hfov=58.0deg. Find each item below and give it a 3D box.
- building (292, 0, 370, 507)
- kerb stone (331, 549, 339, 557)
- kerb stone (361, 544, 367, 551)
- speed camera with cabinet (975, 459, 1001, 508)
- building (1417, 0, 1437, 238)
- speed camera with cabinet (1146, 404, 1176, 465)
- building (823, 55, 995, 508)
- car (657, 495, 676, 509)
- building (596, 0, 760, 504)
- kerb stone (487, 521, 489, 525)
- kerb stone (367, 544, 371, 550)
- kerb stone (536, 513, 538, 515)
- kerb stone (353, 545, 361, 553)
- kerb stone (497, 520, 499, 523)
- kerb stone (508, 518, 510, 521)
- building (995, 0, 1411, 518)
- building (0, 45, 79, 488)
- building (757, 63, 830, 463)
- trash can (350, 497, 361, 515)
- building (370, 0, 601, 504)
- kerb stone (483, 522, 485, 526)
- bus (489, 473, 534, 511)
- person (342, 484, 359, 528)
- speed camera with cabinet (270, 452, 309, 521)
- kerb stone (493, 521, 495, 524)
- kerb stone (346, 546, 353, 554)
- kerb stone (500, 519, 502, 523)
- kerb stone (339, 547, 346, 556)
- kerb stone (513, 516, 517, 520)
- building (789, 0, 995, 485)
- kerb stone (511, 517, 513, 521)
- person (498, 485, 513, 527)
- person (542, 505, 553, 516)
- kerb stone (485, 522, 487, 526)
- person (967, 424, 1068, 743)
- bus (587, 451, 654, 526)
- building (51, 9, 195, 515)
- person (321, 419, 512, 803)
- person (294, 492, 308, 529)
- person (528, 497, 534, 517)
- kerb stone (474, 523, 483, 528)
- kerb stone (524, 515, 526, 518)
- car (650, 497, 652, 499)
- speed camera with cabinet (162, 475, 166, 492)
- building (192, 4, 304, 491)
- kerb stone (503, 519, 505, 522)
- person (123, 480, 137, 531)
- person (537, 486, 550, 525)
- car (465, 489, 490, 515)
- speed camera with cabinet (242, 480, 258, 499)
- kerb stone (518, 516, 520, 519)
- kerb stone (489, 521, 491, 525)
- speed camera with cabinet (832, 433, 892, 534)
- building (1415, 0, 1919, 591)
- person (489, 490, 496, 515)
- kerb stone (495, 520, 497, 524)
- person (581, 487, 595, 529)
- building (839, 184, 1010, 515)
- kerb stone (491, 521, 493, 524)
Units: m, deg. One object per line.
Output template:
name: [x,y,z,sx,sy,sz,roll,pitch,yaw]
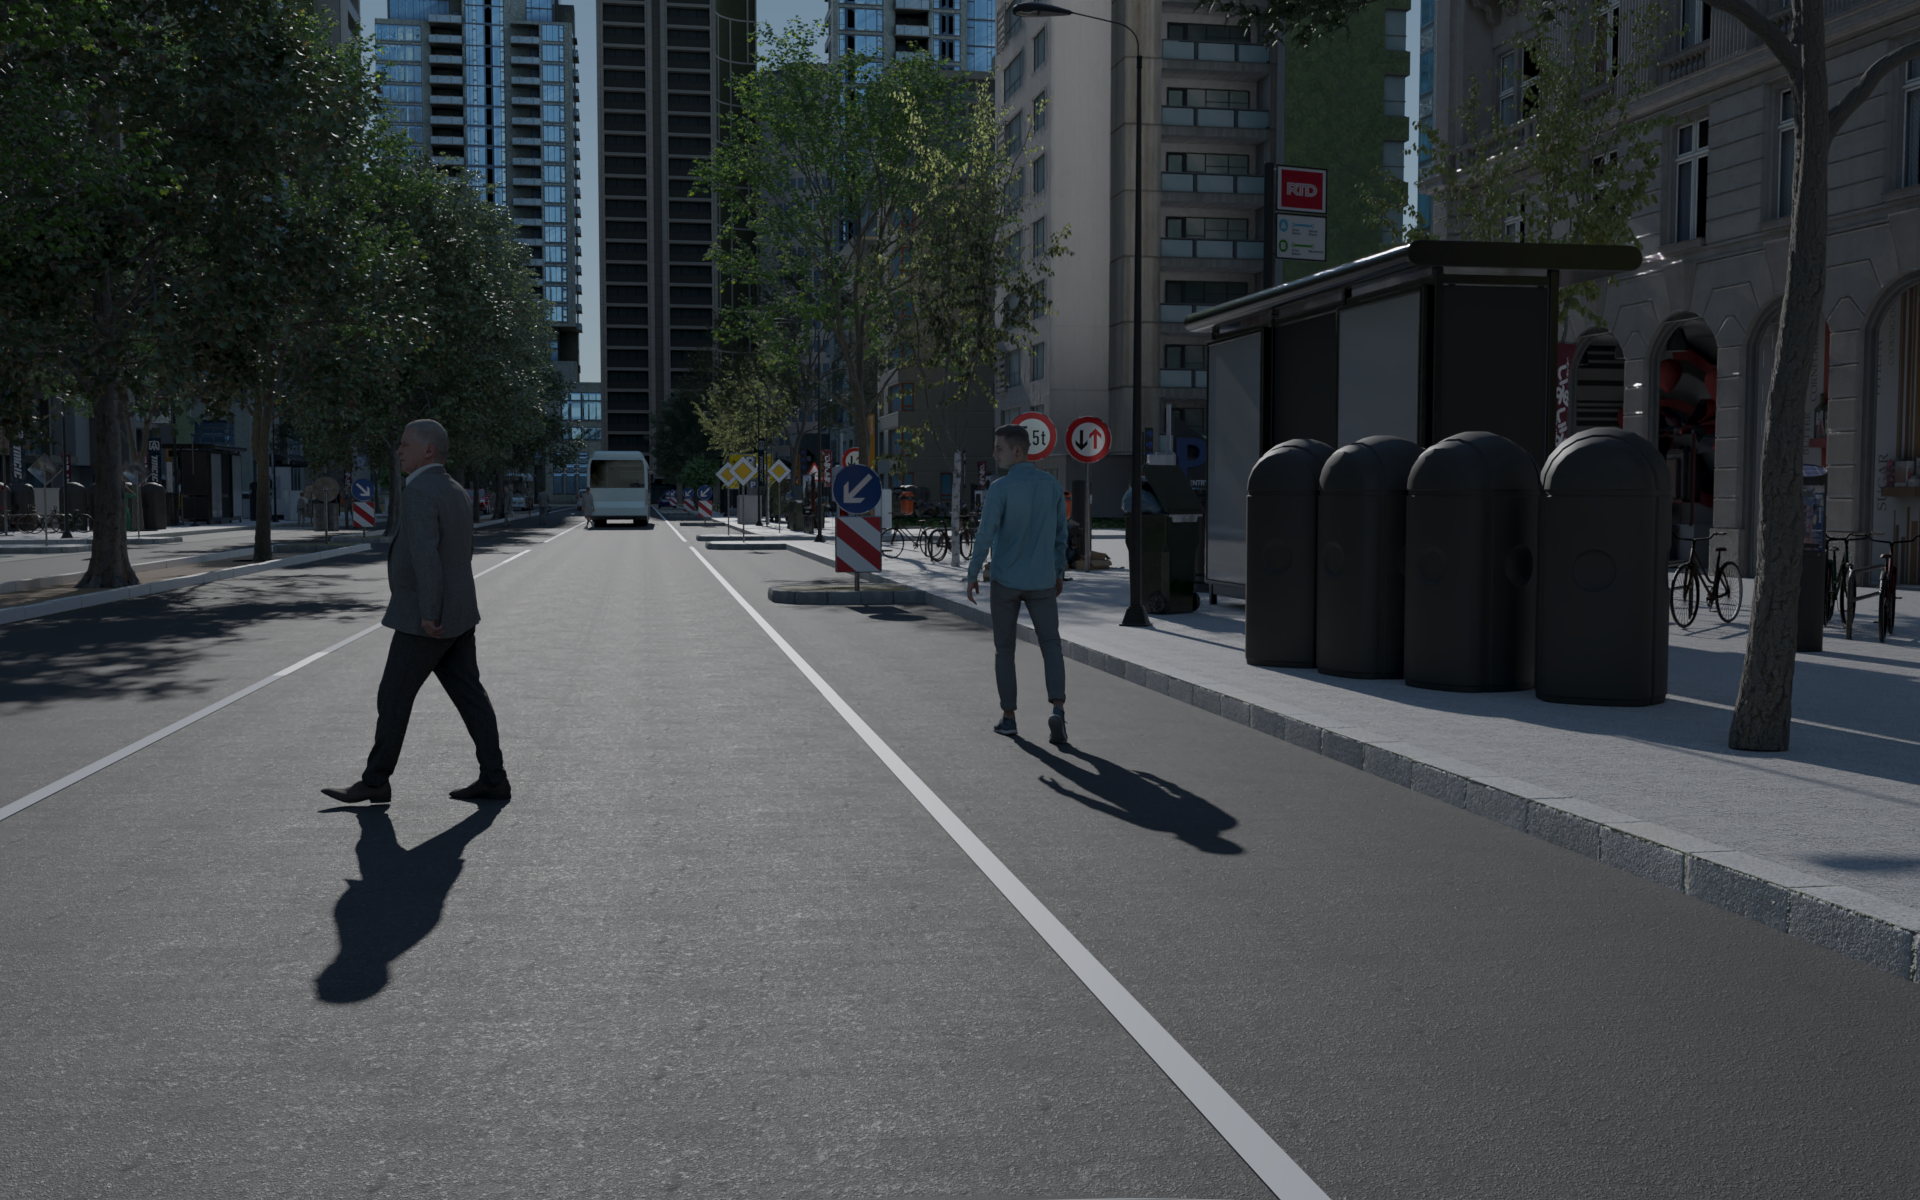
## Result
building: [-74.500,-38.539,172.116,28.212,58.520,21.231,-1,4,-10]
kerb stone: [-14.322,-1.049,39.343,0.120,0.150,1.000,-1,4,-10]
kerb stone: [-15.056,-1.294,43.365,0.120,0.150,1.000,-1,4,-10]
speed camera with cabinet: [1.367,-5.560,85.235,0.660,3.252,2.038,-1,4,-22]
building: [38.436,-28.368,83.427,30.456,49.044,23.786,-1,4,-10]
speed camera with cabinet: [4.435,-2.729,38.951,0.660,3.252,2.038,0,4,2]
building: [3.995,-28.264,153.998,32.217,40.220,23.993,-1,4,-10]
car: [-28.117,-9.401,166.284,1.945,1.354,3.894,-1,4,-10]
building: [-37.095,-48.371,229.120,20.611,71.187,20.563,-1,4,-10]
kerb stone: [-21.467,-3.425,78.196,0.120,0.150,1.000,-1,4,-10]
kerb stone: [-15.241,-1.356,44.373,0.120,0.150,1.000,-1,4,-10]
kerb stone: [-28.154,-5.644,114.501,0.120,0.150,1.000,-1,4,-10]
kerb stone: [-14.869,-1.233,42.361,0.120,0.150,1.000,-1,4,-10]
kerb stone: [-22.395,-3.733,83.225,0.120,0.150,1.000,-1,4,-10]
kerb stone: [-23.700,-4.160,90.282,0.120,0.150,1.000,-1,4,-10]
building: [9.591,-23.827,73.170,14.086,41.232,14.154,-1,4,-10]
building: [-102.749,-31.363,167.407,28.867,44.769,22.147,-1,4,-10]
building: [-13.298,-42.389,235.062,28.212,58.520,21.231,-1,4,-10]
trash can: [-36.164,-5.624,103.613,0.748,1.137,0.748,0,3,0]
building: [-62.676,-55.805,225.086,31.000,86.520,22.319,-1,4,-10]
kerb stone: [-21.103,-3.295,76.180,0.120,0.150,1.000,-1,4,-10]
bus: [-38.276,-9.391,148.395,2.948,3.499,13.247,-1,4,-10]
person: [-25.398,-3.904,72.132,0.655,1.846,0.447,-2,4,-27]
speed camera with cabinet: [-32.363,-5.426,83.047,0.660,3.252,2.038,3,5,42]
kerb stone: [-22.034,-3.610,81.213,0.120,0.150,1.000,-1,4,-10]
kerb stone: [-14.691,-1.169,41.354,0.120,0.150,1.000,-1,4,-10]
kerb stone: [-22.773,-3.856,85.238,0.120,0.150,1.000,-1,4,-10]
kerb stone: [-14.505,-1.108,40.349,0.120,0.150,1.000,-1,4,-10]
kerb stone: [-24.625,-4.472,95.329,0.120,0.150,1.000,-1,4,-10]
building: [-5.353,-52.973,178.775,22.319,86.520,31.000,-1,4,-10]
kerb stone: [-24.065,-4.289,92.313,0.120,0.150,1.000,-1,4,-10]
person: [-19.565,-4.034,74.551,0.694,1.812,0.767,2,4,31]
person: [-27.336,-6.161,114.727,0.738,1.151,1.012,1,4,20]
kerb stone: [-21.289,-3.363,77.185,0.120,0.150,1.000,-1,4,-10]
person: [0.361,-0.108,10.132,0.638,1.841,0.748,-1,4,-12]
bus: [-15.770,-5.247,80.644,2.948,3.499,13.247,-1,4,-10]
building: [-53.512,-25.428,99.341,14.154,41.232,14.086,-1,4,-10]
person: [-2.527,0.052,8.050,0.834,1.777,0.661,0,4,-5]
person: [-27.118,-3.681,71.281,0.523,1.515,0.503,2,4,26]
person: [-26.415,-5.713,106.575,0.373,1.253,0.362,0,4,-4]
kerb stone: [-20.911,-3.228,75.175,0.120,0.150,1.000,-1,4,-10]
kerb stone: [-25.931,-4.905,102.397,0.120,0.150,1.000,-1,4,-10]
car: [-31.331,-9.831,169.768,2.155,1.783,4.494,-1,4,-10]
speed camera with cabinet: [-38.878,-5.405,82.703,0.660,3.252,2.038,3,4,39]
building: [-64.084,-50.201,133.457,22.319,86.520,31.000,-1,4,-10]
kerb stone: [-23.130,-3.977,87.255,0.120,0.150,1.000,-1,4,-10]
person: [-19.641,-1.944,40.538,0.600,1.795,0.529,0,4,-4]
person: [-19.281,-4.375,80.223,0.606,1.804,0.583,-1,4,-14]
car: [-34.463,-6.983,122.844,2.281,1.827,5.304,-1,4,-12]
speed camera with cabinet: [-44.771,-7.080,110.092,2.038,3.252,0.660,1,4,20]
kerb stone: [-24.998,-4.597,97.353,0.120,0.150,1.000,-1,4,-10]
kerb stone: [-21.660,-3.487,79.202,0.120,0.150,1.000,-1,4,-10]
speed camera with cabinet: [-3.183,-3.779,56.117,2.038,3.252,0.660,2,4,34]
building: [17.808,-11.261,25.918,13.314,21.916,24.055,-1,4,-10]
person: [-31.150,-6.513,115.322,0.374,1.781,0.599,-3,5,-44]
kerb stone: [-22.212,-3.666,82.220,0.120,0.150,1.000,-1,4,-10]
person: [-15.185,-3.769,70.876,0.760,1.731,0.466,3,4,37]
building: [7.536,-16.387,112.961,27.650,21.520,28.899,-1,4,-10]
kerb stone: [-21.842,-3.548,80.208,0.120,0.150,1.000,-1,4,-10]
